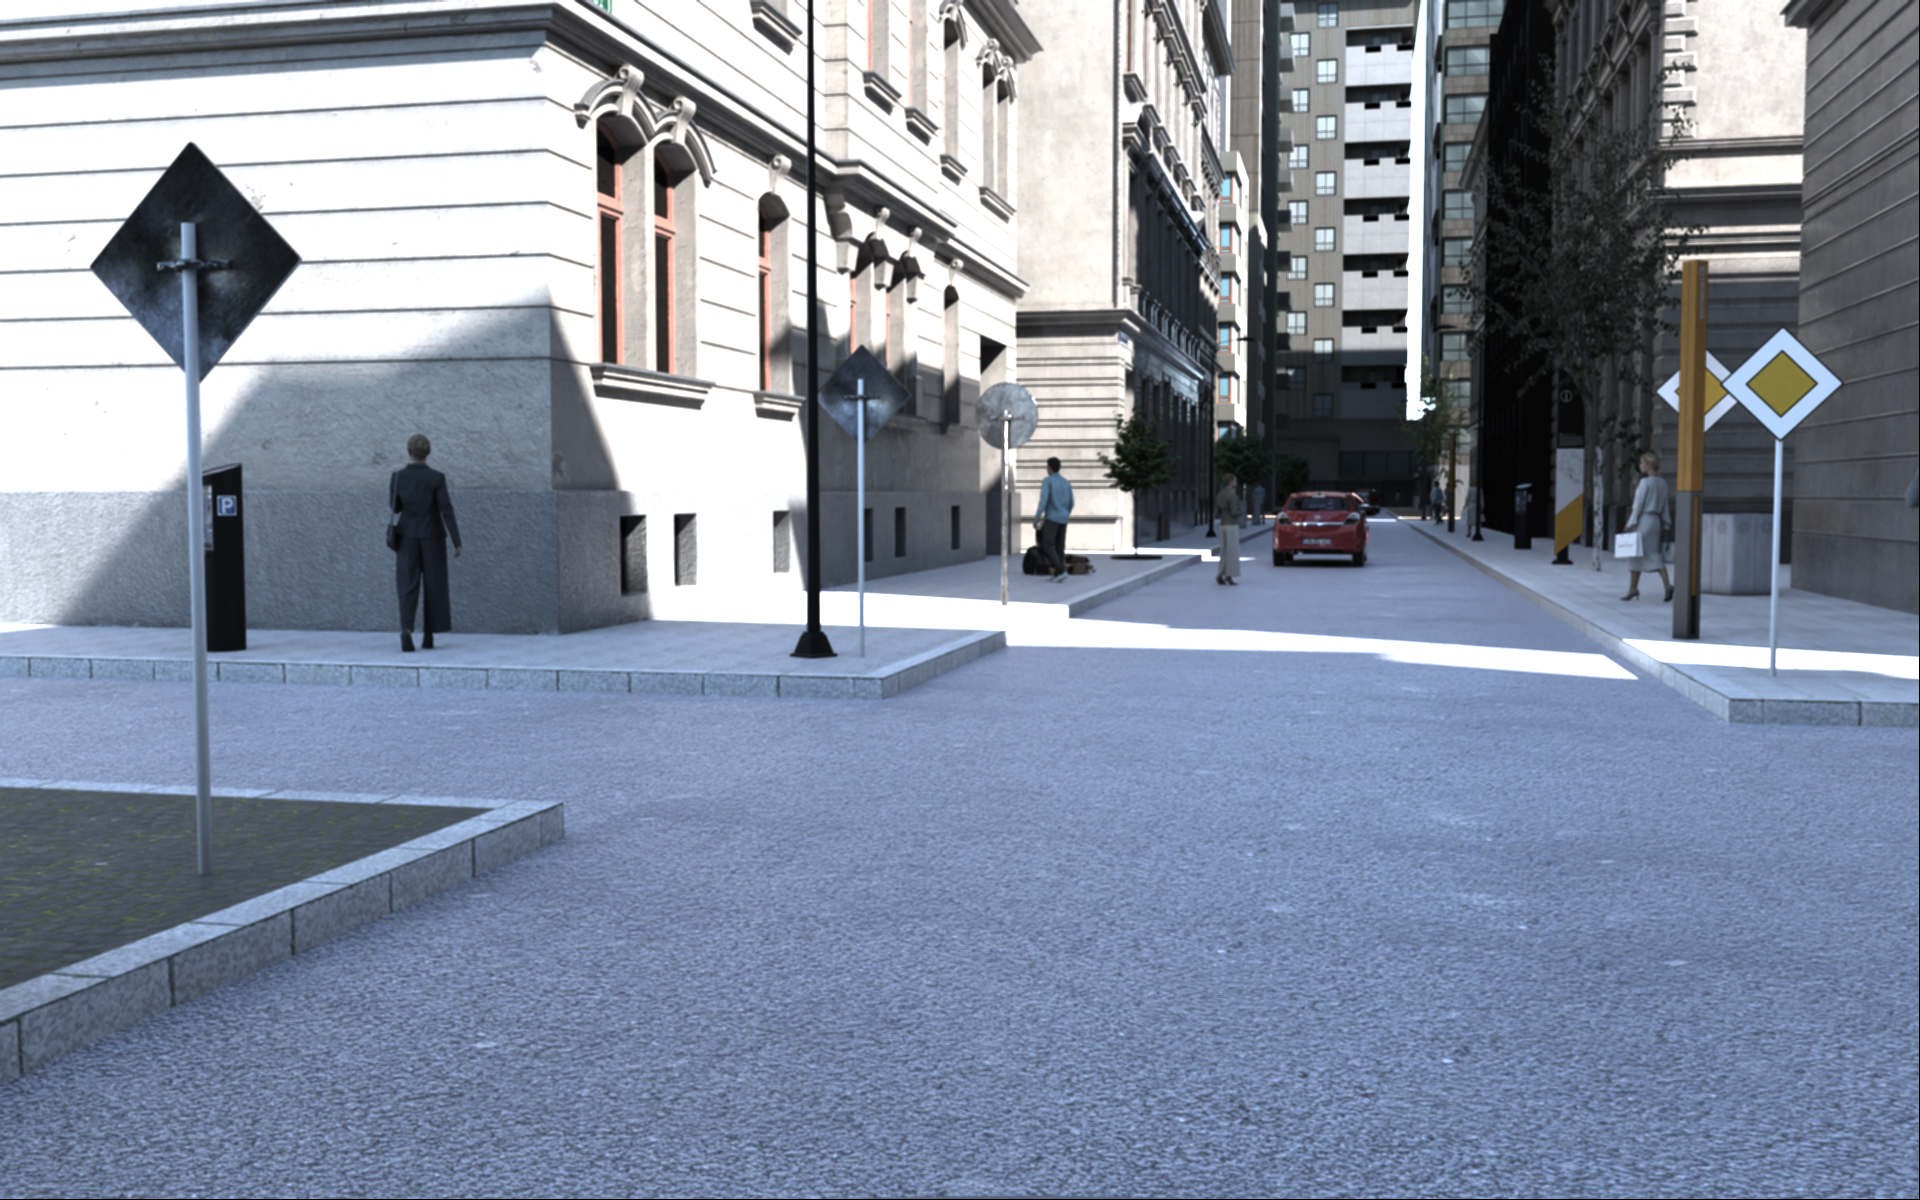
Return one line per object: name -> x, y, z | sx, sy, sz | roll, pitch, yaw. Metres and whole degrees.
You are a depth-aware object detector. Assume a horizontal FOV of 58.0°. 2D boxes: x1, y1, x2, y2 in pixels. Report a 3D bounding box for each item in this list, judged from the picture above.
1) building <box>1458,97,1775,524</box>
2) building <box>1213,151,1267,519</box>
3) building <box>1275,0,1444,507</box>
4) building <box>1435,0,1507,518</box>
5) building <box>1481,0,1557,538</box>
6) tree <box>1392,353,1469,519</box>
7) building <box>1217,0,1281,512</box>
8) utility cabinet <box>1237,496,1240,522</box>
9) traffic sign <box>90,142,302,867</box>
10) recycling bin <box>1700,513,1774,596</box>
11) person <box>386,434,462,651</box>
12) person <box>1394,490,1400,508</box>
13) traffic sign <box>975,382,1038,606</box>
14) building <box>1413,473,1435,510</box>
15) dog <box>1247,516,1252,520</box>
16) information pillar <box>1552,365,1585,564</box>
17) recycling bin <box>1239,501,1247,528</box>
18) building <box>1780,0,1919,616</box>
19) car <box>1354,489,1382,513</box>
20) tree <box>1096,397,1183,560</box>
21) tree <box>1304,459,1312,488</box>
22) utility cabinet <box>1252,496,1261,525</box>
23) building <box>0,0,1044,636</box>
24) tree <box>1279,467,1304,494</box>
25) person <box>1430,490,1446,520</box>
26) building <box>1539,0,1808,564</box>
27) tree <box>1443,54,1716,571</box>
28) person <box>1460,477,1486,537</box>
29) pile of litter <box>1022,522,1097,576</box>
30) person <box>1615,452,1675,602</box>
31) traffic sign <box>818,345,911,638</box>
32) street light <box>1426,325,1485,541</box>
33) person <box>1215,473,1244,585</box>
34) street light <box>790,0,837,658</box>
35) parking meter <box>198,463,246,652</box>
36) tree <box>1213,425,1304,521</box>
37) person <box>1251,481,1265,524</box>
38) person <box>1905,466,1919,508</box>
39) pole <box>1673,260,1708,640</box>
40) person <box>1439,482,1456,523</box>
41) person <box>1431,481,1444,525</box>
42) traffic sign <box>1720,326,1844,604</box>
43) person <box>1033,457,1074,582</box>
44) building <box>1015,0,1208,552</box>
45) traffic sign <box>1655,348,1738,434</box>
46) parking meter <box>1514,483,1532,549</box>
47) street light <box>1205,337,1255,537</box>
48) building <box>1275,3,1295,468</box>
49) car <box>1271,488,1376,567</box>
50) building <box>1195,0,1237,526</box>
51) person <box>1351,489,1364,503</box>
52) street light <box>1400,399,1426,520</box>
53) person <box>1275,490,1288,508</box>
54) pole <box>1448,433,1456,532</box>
building -> 27.256, -12.813, 74.127 | 10.561, 19.102, 19.286 | 1, 4, 13
building -> 3.692, -15.875, 104.589 | 27.650, 21.520, 28.899 | 1, 4, 13
building -> 36.162, -36.335, 183.321 | 27.495, 52.752, 28.713 | 1, 4, 13
building -> 34.356, -19.980, 98.372 | 14.160, 30.474, 14.107 | 1, 4, 13
building -> 24.229, -13.886, 56.709 | 12.332, 23.373, 15.834 | 1, 4, 13
tree -> 24.438, -8.501, 89.355 | 4.737, 8.622, 4.395 | 0, 3, 0
building -> 15.247, -26.897, 123.361 | 14.154, 41.232, 14.086 | 1, 4, 13
utility cabinet -> 8.740, -2.692, 55.177 | 0.306, 1.237, 1.020 | 1, 4, 11
traffic sign -> -2.564, -0.222, 5.822 | 0.795, 2.593, 0.064 | 1, 4, 13
recycling bin -> 9.958, -0.591, 22.222 | 0.722, 1.027, 0.722 | -1, 4, -14
person -> -4.410, -0.475, 14.231 | 0.576, 1.772, 0.534 | -2, 4, -23
person -> 40.930, -9.398, 162.152 | 0.705, 1.824, 1.348 | 2, 4, 31
traffic sign -> 0.512, -1.203, 19.768 | 0.768, 2.556, 0.104 | 1, 4, 22
building -> 54.228, -27.514, 141.735 | 32.217, 40.220, 23.993 | 1, 4, 13
dog -> 14.405, -4.455, 87.214 | 0.800, 0.831, 0.513 | -1, 4, -17
information pillar -> 11.099, -2.459, 31.556 | 0.504, 3.616, 0.183 | 0, 4, 8
recycling bin -> 10.499, -3.254, 65.762 | 0.722, 1.027, 0.722 | 0, 4, 6
building -> 21.323, -10.581, 14.793 | 24.055, 21.916, 13.314 | 1, 4, 13
car -> 30.386, -7.400, 129.657 | 2.281, 1.827, 5.304 | 1, 4, 14
tree -> 3.379, -2.421, 34.181 | 1.663, 3.219, 1.824 | 0, 3, 0
tree -> 25.853, -9.249, 134.927 | 4.285, 4.588, 4.351 | 0, 3, 0
utility cabinet -> 12.247, -3.698, 71.621 | 0.306, 1.237, 1.020 | 0, 4, 5
building -> -7.216, -14.657, 27.033 | 14.401, 28.519, 23.554 | 1, 4, 13
tree -> 23.906, -7.929, 124.247 | 1.663, 3.219, 1.824 | 0, 3, 0
person -> 23.301, -4.766, 84.446 | 0.782, 1.767, 0.515 | 1, 4, 12
building -> 19.640, -12.878, 39.438 | 11.050, 23.489, 19.941 | 1, 4, 13
tree -> 10.400, -4.777, 28.474 | 4.360, 8.622, 3.978 | 0, 3, 0
person -> 15.153, -2.736, 51.127 | 0.694, 1.780, 0.624 | 1, 4, 10
pile of litter -> 1.666, -0.855, 27.950 | 1.176, 0.858, 1.719 | 3, 5, 43
person -> 8.232, -0.874, 20.686 | 0.694, 1.780, 0.624 | -1, 4, -18
traffic sign -> -0.786, -0.698, 13.607 | 0.795, 2.593, 0.064 | 1, 4, 13
street light -> 13.698, -4.586, 47.527 | 1.470, 5.913, 1.316 | 1, 4, 13
person -> 4.273, -1.115, 27.286 | 0.362, 1.759, 0.519 | -2, 4, -26
street light -> -0.631, -2.499, 13.394 | 1.470, 5.913, 1.316 | 1, 4, 13
parking meter -> -6.073, -0.354, 14.206 | 0.372, 1.533, 0.369 | 0, 3, 0
tree -> 13.426, -6.067, 82.911 | 4.285, 4.588, 4.351 | 0, 3, 0
person -> 12.649, -4.125, 73.342 | 0.638, 1.841, 0.748 | 0, 4, -5
person -> 6.732, -0.333, 11.673 | 0.473, 1.802, 0.592 | -2, 4, -30
pole -> 6.433, -1.309, 15.247 | 0.158, 3.312, 0.155 | 0, 3, 0
person -> 21.480, -4.297, 76.387 | 0.778, 1.811, 0.616 | 1, 4, 22
person -> 19.617, -3.970, 70.969 | 0.620, 1.820, 0.660 | 3, 4, 38
traffic sign -> 5.736, -0.606, 12.102 | 0.795, 2.593, 0.064 | 1, 4, 13
person -> 1.415, -1.176, 25.283 | 0.620, 1.820, 0.660 | 3, 5, 45
building -> 0.791, -12.980, 48.382 | 11.583, 22.565, 21.152 | 1, 4, 13
traffic sign -> 6.640, -0.964, 15.490 | 0.795, 2.593, 0.064 | 1, 4, 13
parking meter -> 13.152, -1.958, 40.426 | 0.372, 1.533, 0.369 | 0, 3, 0
street light -> 8.025, -4.825, 51.428 | 1.470, 5.913, 1.316 | 1, 4, 13
building -> 13.530, -32.559, 151.944 | 30.456, 49.044, 23.786 | 1, 4, 13
car -> 7.488, -1.637, 35.799 | 2.155, 1.783, 4.494 | 1, 4, 14
building -> 4.667, -14.678, 68.861 | 11.050, 23.489, 19.941 | 1, 4, 13
person -> 21.921, -5.347, 96.632 | 1.217, 1.736, 0.721 | 2, 4, 33
street light -> 22.212, -6.869, 84.841 | 1.470, 5.913, 1.316 | 1, 4, 13
person -> 30.403, -9.516, 164.103 | 1.348, 1.822, 0.705 | 1, 4, 10
pole -> 16.506, -3.930, 58.102 | 0.158, 3.312, 0.155 | 0, 3, 0
